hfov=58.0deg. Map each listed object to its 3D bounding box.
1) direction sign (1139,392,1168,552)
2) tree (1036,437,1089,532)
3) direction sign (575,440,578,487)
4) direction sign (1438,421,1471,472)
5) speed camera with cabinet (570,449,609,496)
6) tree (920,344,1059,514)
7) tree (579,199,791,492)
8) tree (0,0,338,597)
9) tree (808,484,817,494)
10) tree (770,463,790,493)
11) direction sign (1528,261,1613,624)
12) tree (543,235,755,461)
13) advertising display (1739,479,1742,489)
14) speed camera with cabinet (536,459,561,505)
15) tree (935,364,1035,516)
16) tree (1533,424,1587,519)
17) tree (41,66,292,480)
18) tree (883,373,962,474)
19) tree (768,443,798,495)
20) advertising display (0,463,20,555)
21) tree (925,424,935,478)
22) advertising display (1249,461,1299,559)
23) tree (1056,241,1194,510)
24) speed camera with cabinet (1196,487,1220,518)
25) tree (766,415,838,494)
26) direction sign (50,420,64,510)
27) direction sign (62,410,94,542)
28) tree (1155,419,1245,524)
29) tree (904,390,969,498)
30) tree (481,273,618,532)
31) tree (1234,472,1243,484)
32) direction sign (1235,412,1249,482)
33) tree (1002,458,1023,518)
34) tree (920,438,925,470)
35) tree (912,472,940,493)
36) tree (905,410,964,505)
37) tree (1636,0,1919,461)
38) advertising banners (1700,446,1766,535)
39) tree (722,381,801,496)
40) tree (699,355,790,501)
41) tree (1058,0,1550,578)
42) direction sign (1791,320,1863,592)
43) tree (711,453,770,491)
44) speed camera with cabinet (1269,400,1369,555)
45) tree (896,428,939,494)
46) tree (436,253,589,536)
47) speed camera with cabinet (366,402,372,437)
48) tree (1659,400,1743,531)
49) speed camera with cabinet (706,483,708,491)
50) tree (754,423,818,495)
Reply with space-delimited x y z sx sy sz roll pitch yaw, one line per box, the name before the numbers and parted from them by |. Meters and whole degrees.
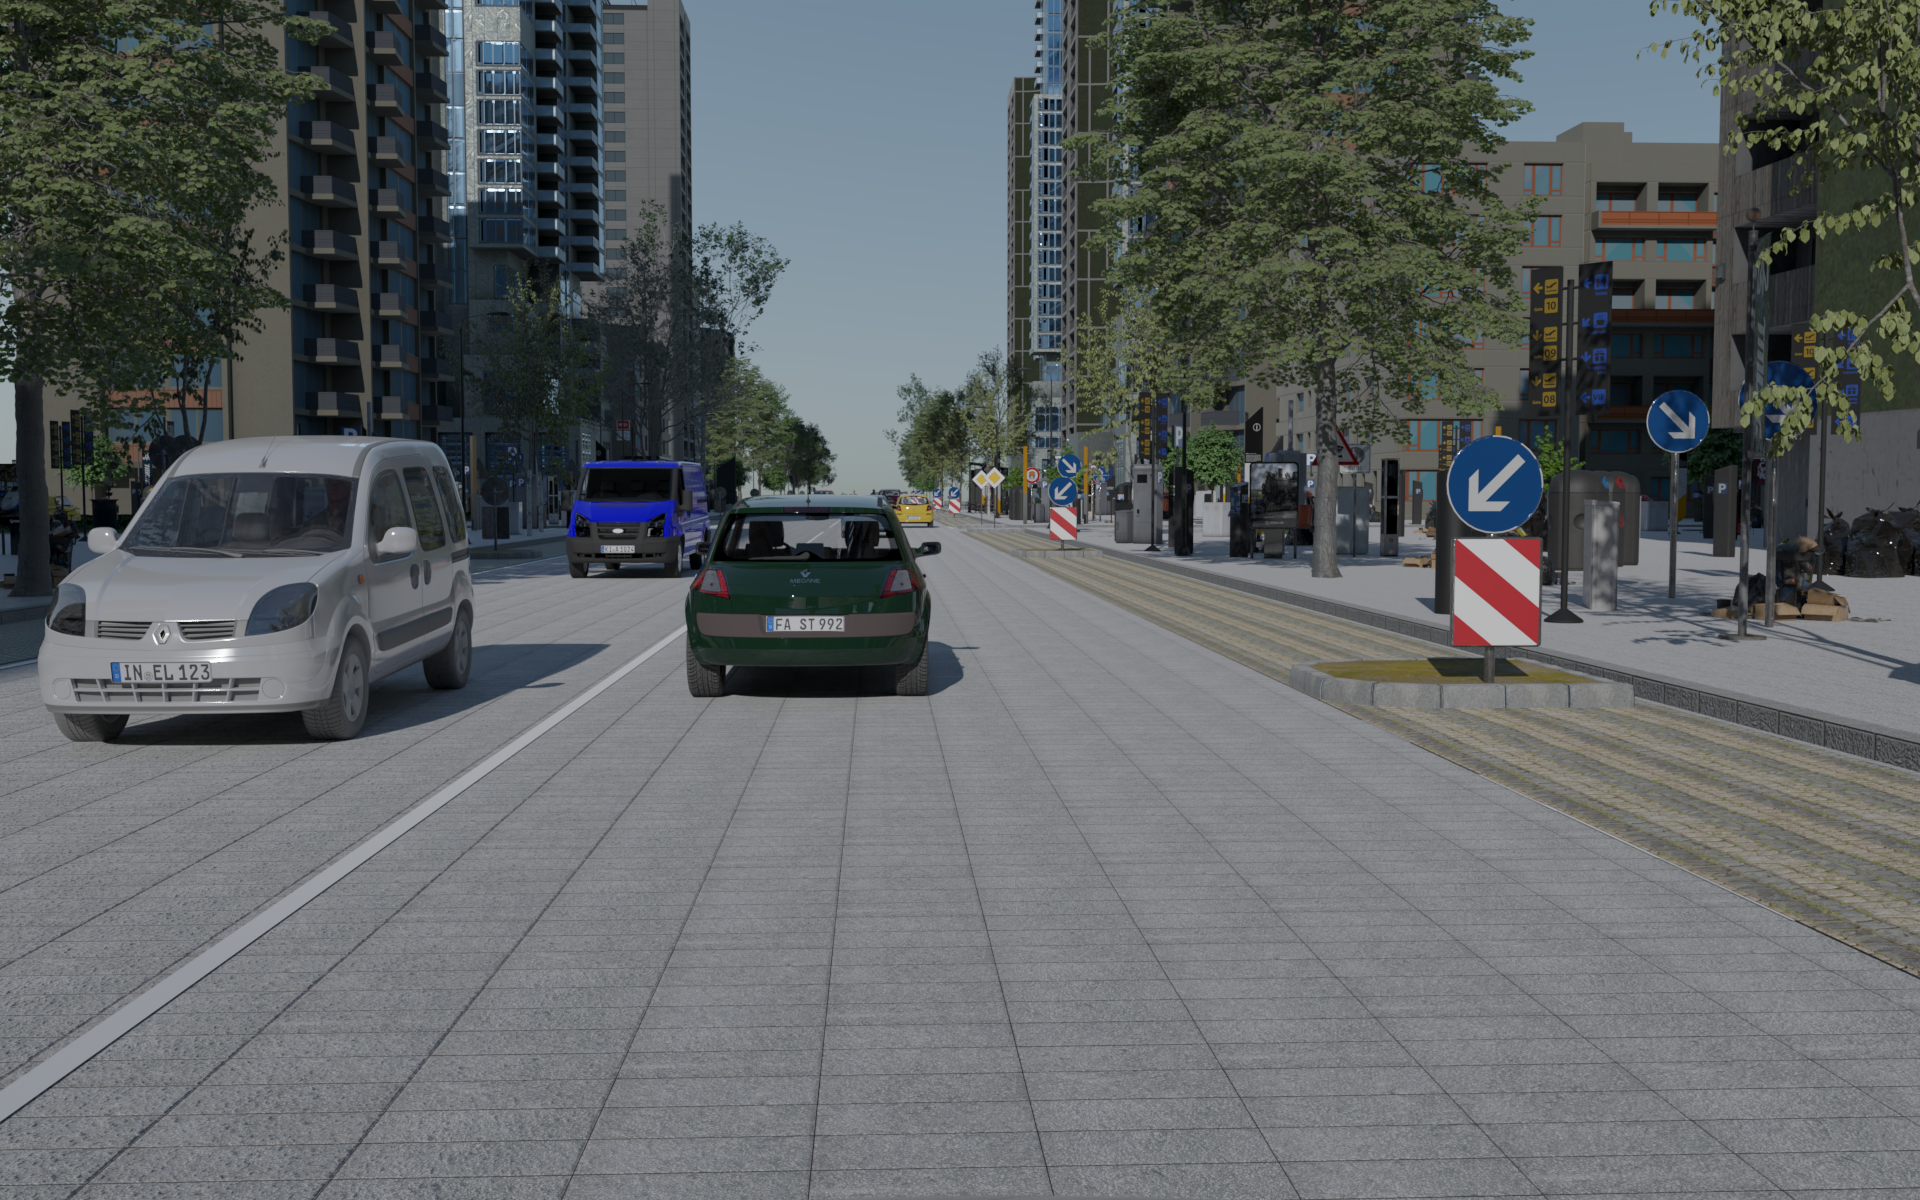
direction sign | 4.315 -2.857 38.713 0.876 3.537 0.379 -3 4 -39
tree | 3.682 -3.935 58.934 1.663 3.219 1.824 0 3 0
direction sign | -16.120 -4.951 72.944 0.379 3.537 0.876 -1 4 -18
direction sign | 15.385 -3.778 53.761 0.876 3.537 0.379 1 4 22
speed camera with cabinet | -16.107 -5.008 76.216 2.038 3.252 0.660 -2 4 -28
tree | 1.768 -10.638 108.351 8.767 10.594 7.601 0 4 -7
tree | -17.689 -15.674 112.154 12.611 20.169 13.585 0 3 0
tree | -11.901 -6.339 21.763 7.486 12.596 7.792 0 3 0
tree | -25.952 -21.360 299.600 4.737 8.622 4.395 0 3 0
tree | -19.171 -11.946 179.024 4.285 4.588 4.351 0 3 0
direction sign | 6.045 -1.544 17.236 0.379 3.537 0.876 -3 5 -39
tree | -14.892 -10.583 83.403 12.009 13.543 11.850 0 3 0
advertising display | 34.183 -4.348 76.295 0.123 1.923 0.974 0 4 -8
speed camera with cabinet | -21.337 -5.874 90.383 2.038 3.252 0.660 1 4 10
tree | 1.881 -9.096 99.085 4.737 8.622 4.395 0 3 0
tree | 16.310 -3.284 48.292 1.663 3.219 1.824 0 3 0
tree | -13.350 -4.859 29.814 4.360 8.622 3.978 0 3 0
tree | -5.615 -25.214 268.137 12.611 20.169 13.585 0 3 0
tree | -22.306 -16.357 217.796 4.360 8.622 3.978 0 3 0
advertising display | -19.801 -1.907 36.400 0.974 1.923 0.123 1 4 19
tree | -0.199 -12.555 155.637 4.737 8.622 4.395 0 3 0
advertising display | 6.236 -1.786 34.419 0.974 1.923 0.123 1 4 12
tree | 4.882 -6.034 49.015 4.737 8.622 4.395 0 3 0
speed camera with cabinet | 13.906 -6.152 94.918 2.038 3.252 0.660 -2 4 -30
tree | -23.442 -20.046 244.763 9.611 12.733 9.660 0 3 0
direction sign | -27.882 -3.777 53.751 0.379 3.537 0.876 1 4 10
direction sign | -23.734 -3.357 46.889 0.379 3.537 0.876 1 4 9
tree | 10.979 -5.576 74.889 4.285 4.588 4.351 0 3 0
tree | -2.380 -16.546 188.648 7.486 12.596 7.792 0 3 0
tree | -13.949 -6.606 58.370 4.737 8.622 4.395 0 3 0
tree | 17.636 -7.189 112.142 1.663 3.219 1.824 0 3 0
direction sign | 7.949 -3.432 48.107 0.379 3.537 0.876 1 4 14
tree | 2.949 -6.095 94.253 1.663 3.219 1.824 0 3 0
tree | -1.969 -13.928 178.089 4.737 8.622 4.395 0 3 0
tree | -4.224 -16.165 248.013 4.285 4.588 4.351 0 3 0
tree | -2.667 -17.172 206.518 9.928 11.665 9.643 0 3 0
tree | 6.808 -3.739 11.493 4.737 8.622 4.395 0 3 0
advertising banners | 24.209 -3.535 53.978 2.074 3.025 0.090 1 4 13
tree | -18.301 -14.241 158.595 9.928 11.665 9.643 0 3 0
tree | -17.697 -13.702 142.157 7.486 12.596 7.792 0 3 0
tree | 5.219 -6.615 26.281 7.486 12.596 7.792 0 3 0
direction sign | 11.377 -1.886 22.828 0.379 3.537 0.876 -3 5 -44
tree | -17.881 -9.235 134.702 4.285 4.588 4.351 0 3 0
speed camera with cabinet | 7.620 -2.595 36.763 2.038 3.252 0.660 0 4 -6
tree | -6.396 -23.479 290.536 9.857 13.997 8.962 0 3 0
tree | -13.329 -6.247 52.502 4.360 8.622 3.978 0 3 0
speed camera with cabinet | -12.846 -2.583 36.569 0.660 3.252 2.038 2 4 28
tree | 26.208 -4.710 60.723 4.285 4.588 4.351 0 3 0
speed camera with cabinet | -19.675 -8.309 130.194 0.660 3.252 2.038 2 4 24
tree | -21.672 -16.836 209.683 8.767 10.594 7.601 -2 4 -33
